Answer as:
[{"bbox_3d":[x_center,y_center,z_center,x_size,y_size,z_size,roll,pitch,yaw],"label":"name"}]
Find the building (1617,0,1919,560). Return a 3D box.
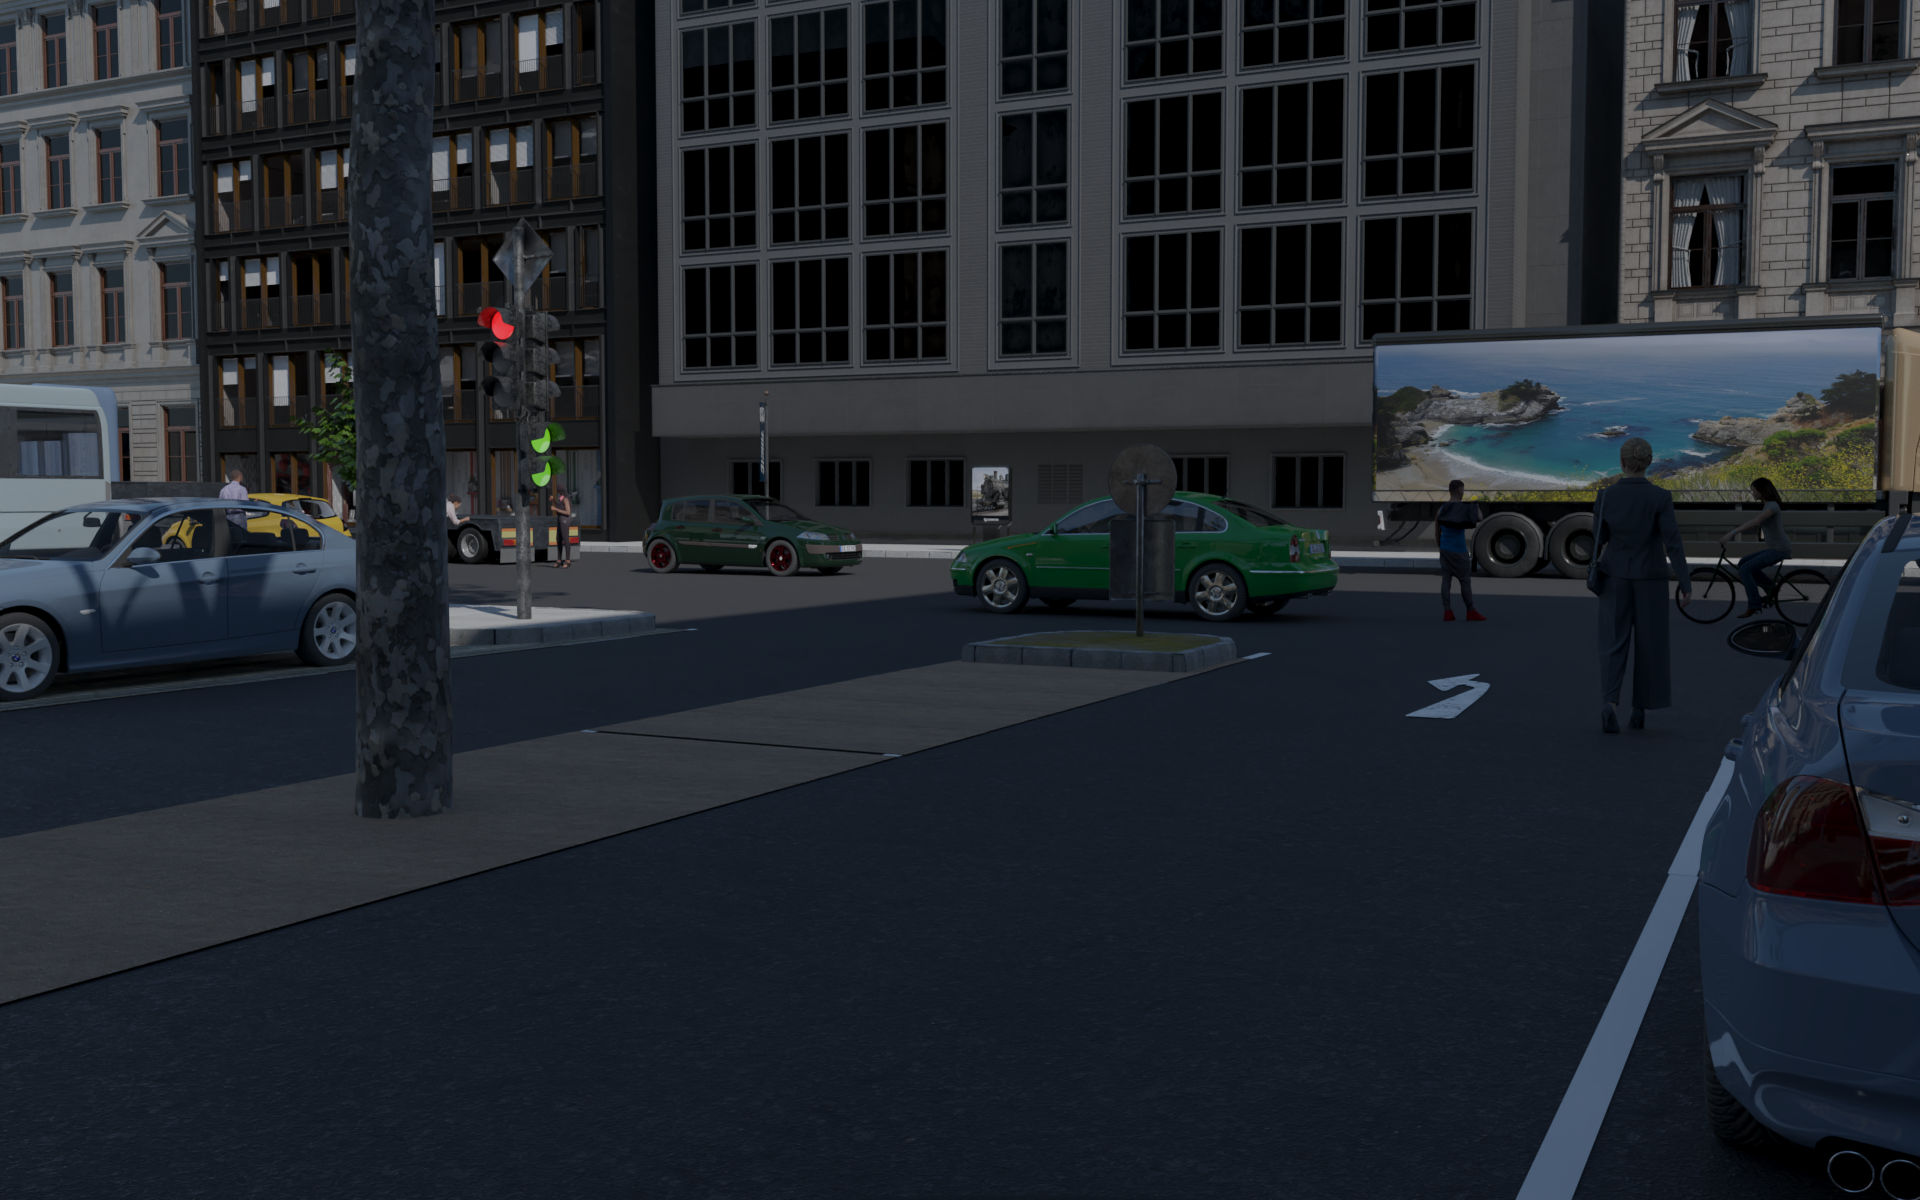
[{"bbox_3d":[23.458,-10.418,34.962,19.286,19.102,10.561,2,4,27],"label":"building"}]

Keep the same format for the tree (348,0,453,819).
[{"bbox_3d":[-3.189,-9.183,8.491,12.611,20.169,13.585,0,3,0],"label":"tree"}]

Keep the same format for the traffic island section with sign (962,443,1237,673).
[{"bbox_3d":[1.354,-0.424,15.074,2.006,1.907,1.989,2,4,27],"label":"traffic island section with sign"}]

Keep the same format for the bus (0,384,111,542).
[{"bbox_3d":[-21.406,-2.312,32.664,13.247,3.499,2.948,2,4,29],"label":"bus"}]

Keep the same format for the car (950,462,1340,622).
[{"bbox_3d":[2.101,-0.728,20.697,4.718,1.807,1.959,2,4,29],"label":"car"}]

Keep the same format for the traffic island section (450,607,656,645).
[{"bbox_3d":[-4.487,0.275,17.793,2.009,0.180,2.903,2,4,27],"label":"traffic island section"}]

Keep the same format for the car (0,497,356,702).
[{"bbox_3d":[-6.499,-0.097,13.596,2.014,1.417,4.499,2,4,28],"label":"car"}]

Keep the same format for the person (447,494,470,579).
[{"bbox_3d":[-8.652,-1.061,29.035,0.628,1.438,0.799,0,4,7],"label":"person"}]

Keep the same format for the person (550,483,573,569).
[{"bbox_3d":[-7.700,-1.427,33.294,0.593,1.643,0.415,2,4,26],"label":"person"}]

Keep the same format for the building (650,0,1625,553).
[{"bbox_3d":[4.910,-15.440,45.954,24.014,27.812,14.314,2,4,27],"label":"building"}]

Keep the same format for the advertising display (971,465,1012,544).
[{"bbox_3d":[0.696,-2.036,38.504,0.974,1.923,0.123,2,4,26],"label":"advertising display"}]

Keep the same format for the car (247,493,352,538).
[{"bbox_3d":[-13.757,-1.435,33.689,3.980,1.641,2.015,2,4,28],"label":"car"}]

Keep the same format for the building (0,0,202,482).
[{"bbox_3d":[-29.734,-13.857,62.714,21.152,22.565,11.583,2,4,27],"label":"building"}]

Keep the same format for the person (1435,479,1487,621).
[{"bbox_3d":[5.650,-0.559,19.509,0.662,1.594,0.647,-3,5,-44],"label":"person"}]

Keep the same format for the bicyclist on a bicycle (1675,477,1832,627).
[{"bbox_3d":[8.652,-0.539,18.832,1.625,1.676,1.499,2,4,25],"label":"bicyclist on a bicycle"}]

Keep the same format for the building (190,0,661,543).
[{"bbox_3d":[-13.317,-13.732,54.194,15.834,23.373,12.332,2,4,27],"label":"building"}]

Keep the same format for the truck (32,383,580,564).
[{"bbox_3d":[-16.829,-3.081,40.135,18.799,4.110,2.967,2,4,29],"label":"truck"}]

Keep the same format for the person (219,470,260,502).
[{"bbox_3d":[-12.228,-1.291,29.484,0.709,1.838,0.599,1,4,18],"label":"person"}]

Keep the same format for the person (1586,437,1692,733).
[{"bbox_3d":[4.080,-0.093,10.435,0.576,1.772,0.534,1,4,14],"label":"person"}]

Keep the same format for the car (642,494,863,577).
[{"bbox_3d":[-3.788,-1.312,31.244,4.222,1.686,2.009,2,4,28],"label":"car"}]

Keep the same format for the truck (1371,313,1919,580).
[{"bbox_3d":[12.744,-2.446,28.907,11.283,4.237,2.839,2,4,26],"label":"truck"}]

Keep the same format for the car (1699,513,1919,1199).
[{"bbox_3d":[3.056,0.455,4.556,2.014,1.417,4.499,2,4,29],"label":"car"}]

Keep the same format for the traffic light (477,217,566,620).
[{"bbox_3d":[-4.456,-1.757,17.641,0.839,4.253,0.868,2,4,27],"label":"traffic light"}]

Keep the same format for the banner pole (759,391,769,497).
[{"bbox_3d":[-4.718,-3.164,41.755,0.401,3.779,0.863,1,4,9],"label":"banner pole"}]

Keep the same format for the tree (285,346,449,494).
[{"bbox_3d":[-6.583,-1.532,19.655,1.663,3.219,1.824,0,3,0],"label":"tree"}]
